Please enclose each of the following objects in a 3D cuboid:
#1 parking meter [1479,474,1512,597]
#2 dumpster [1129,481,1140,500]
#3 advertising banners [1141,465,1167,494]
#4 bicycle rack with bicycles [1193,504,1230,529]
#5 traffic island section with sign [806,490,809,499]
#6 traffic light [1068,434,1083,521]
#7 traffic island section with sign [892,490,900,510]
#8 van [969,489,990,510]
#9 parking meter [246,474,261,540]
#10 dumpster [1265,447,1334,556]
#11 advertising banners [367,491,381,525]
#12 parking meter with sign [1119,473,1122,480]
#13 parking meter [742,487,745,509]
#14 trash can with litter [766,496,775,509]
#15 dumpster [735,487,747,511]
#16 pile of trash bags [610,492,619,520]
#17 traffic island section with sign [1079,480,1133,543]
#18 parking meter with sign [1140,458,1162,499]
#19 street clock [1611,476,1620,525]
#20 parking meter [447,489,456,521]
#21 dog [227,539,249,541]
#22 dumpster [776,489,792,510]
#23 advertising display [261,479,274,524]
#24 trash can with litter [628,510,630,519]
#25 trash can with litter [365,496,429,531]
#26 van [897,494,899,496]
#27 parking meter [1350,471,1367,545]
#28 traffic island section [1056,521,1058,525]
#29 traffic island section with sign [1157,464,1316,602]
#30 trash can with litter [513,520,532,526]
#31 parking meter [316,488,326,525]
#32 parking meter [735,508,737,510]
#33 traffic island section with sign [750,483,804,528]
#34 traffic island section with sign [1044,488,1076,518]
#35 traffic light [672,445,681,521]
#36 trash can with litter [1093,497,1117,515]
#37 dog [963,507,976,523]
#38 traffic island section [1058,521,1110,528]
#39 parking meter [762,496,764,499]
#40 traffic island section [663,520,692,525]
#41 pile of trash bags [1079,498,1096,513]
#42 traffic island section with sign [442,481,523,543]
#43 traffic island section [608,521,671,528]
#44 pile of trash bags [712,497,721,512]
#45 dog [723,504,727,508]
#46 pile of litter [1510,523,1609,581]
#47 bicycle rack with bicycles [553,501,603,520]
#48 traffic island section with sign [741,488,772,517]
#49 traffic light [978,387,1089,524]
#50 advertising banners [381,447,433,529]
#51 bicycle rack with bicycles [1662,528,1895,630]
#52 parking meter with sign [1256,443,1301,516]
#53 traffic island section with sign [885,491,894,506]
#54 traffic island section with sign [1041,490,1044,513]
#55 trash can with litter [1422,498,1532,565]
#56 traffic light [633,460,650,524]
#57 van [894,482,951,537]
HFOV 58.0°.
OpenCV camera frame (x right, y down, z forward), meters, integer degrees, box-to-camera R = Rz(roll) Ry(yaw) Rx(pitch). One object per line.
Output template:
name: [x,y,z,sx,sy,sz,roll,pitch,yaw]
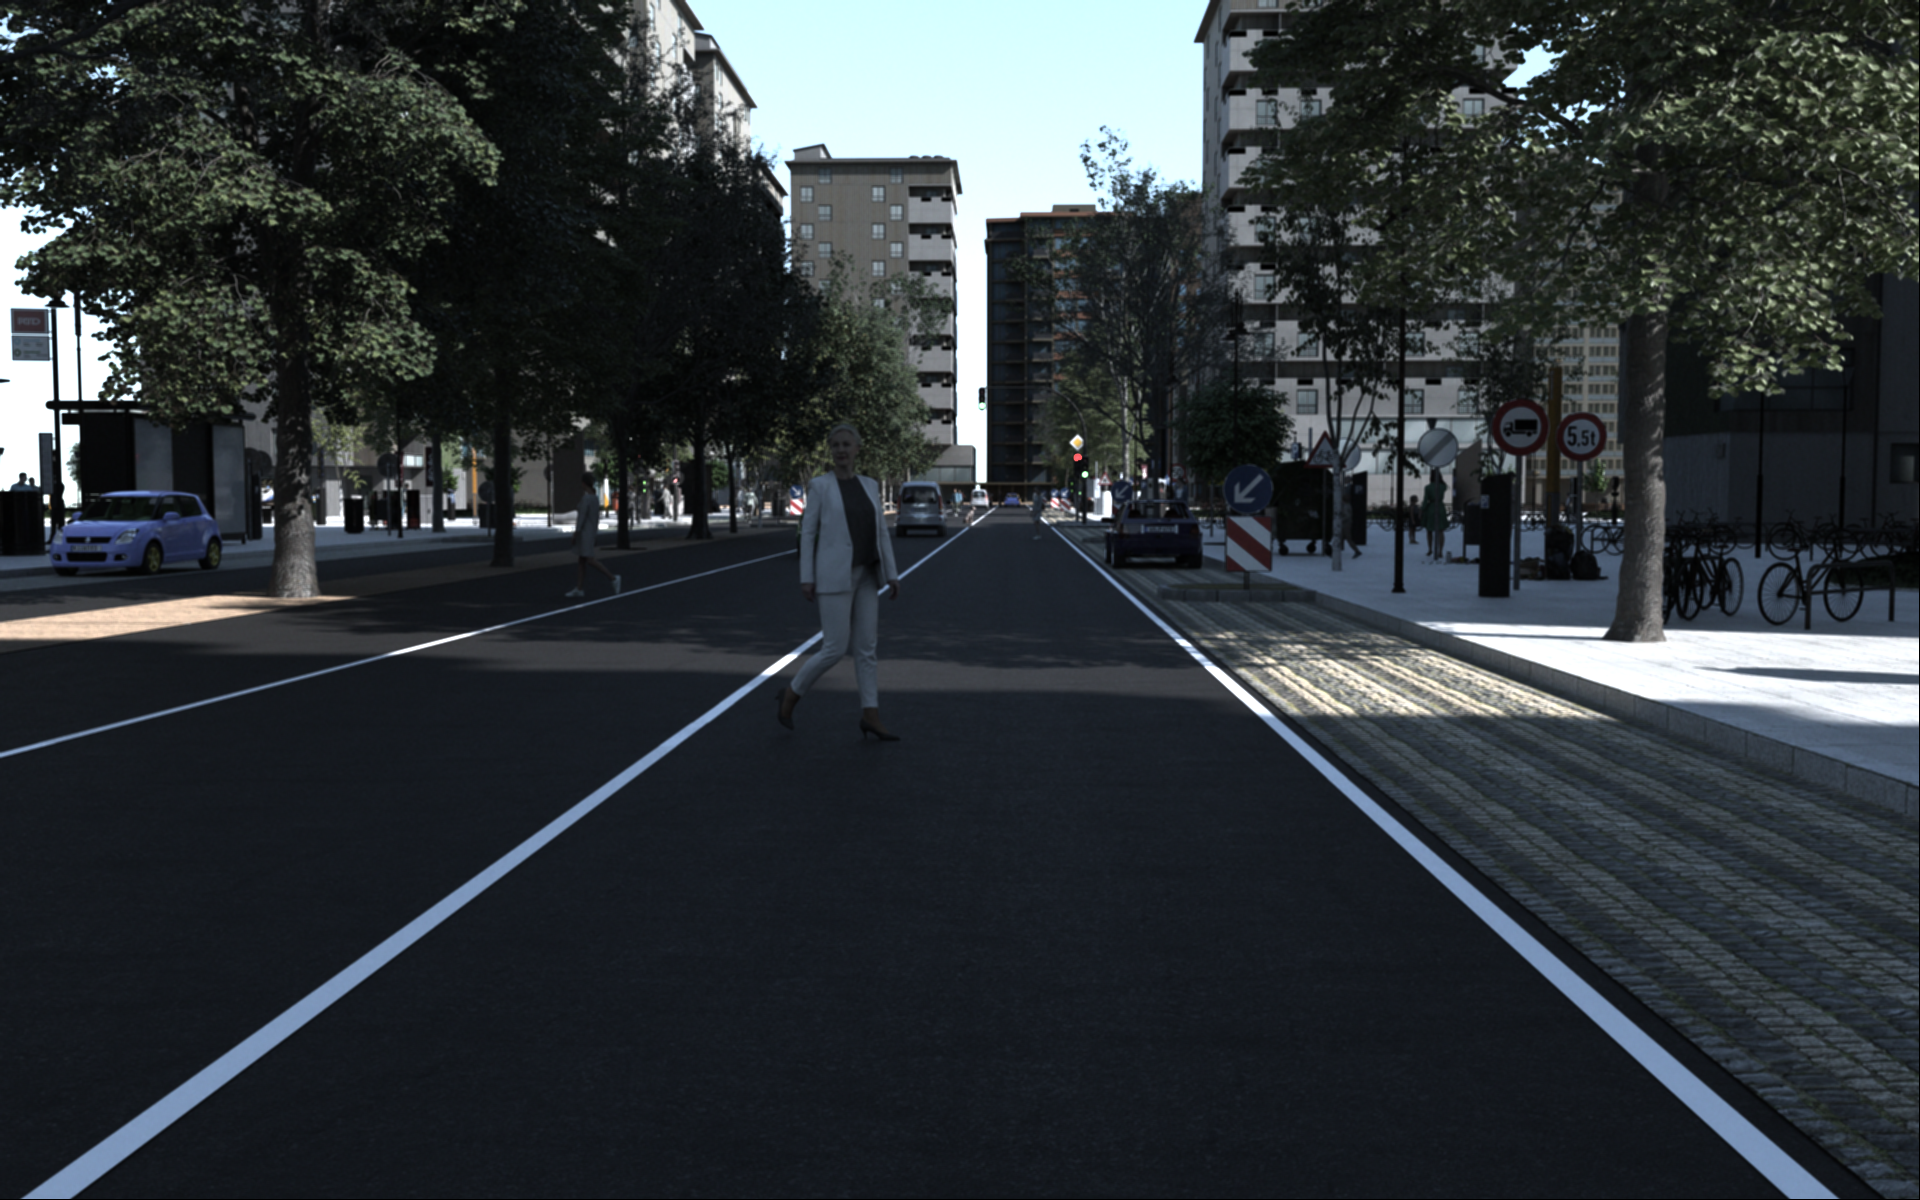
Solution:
parking meter: [6.685,-0.809,21.632,0.372,1.533,0.369,0,3,0]
dumpster: [13.214,-7.877,131.281,1.502,2.255,1.985,0,4,2]
advertising banners: [11.598,-6.570,103.613,2.074,3.025,0.090,-2,4,-35]
bicycle rack with bicycles: [9.876,-3.111,64.239,2.852,0.926,2.925,-3,5,-39]
traffic island section with sign: [-11.552,-7.654,133.777,1.989,1.847,2.006,0,4,2]
traffic light: [5.498,-5.652,81.323,0.839,4.253,0.868,0,4,2]
traffic island section with sign: [-5.264,-9.081,156.608,2.006,1.907,1.989,0,4,2]
van: [1.804,-9.381,160.384,2.013,2.044,4.112,0,4,2]
parking meter: [-19.851,-2.626,48.644,0.255,1.863,0.399,0,4,5]
dumpster: [7.157,-2.091,36.688,1.502,2.255,1.985,0,4,2]
advertising banners: [-23.391,-4.549,70.565,2.074,3.025,0.090,2,4,28]
parking meter with sign: [13.445,-8.588,136.668,1.738,3.016,0.543,3,5,41]
parking meter: [-17.270,-8.118,138.447,0.255,1.863,0.399,1,4,11]
trash can with litter: [-15.980,-8.316,147.024,1.678,1.210,2.233,-3,5,-42]
dumpster: [-17.351,-7.943,135.621,1.264,1.857,1.865,0,4,2]
pile of trash bags: [-17.988,-4.522,83.694,3.447,1.369,1.912,0,4,-6]
traffic island section with sign: [4.597,-2.583,50.868,1.989,1.847,2.006,0,4,2]
parking meter with sign: [8.893,-5.268,82.391,0.543,3.016,1.738,3,4,38]
street clock: [26.901,-4.072,71.141,0.358,2.002,0.471,1,4,13]
parking meter: [-24.628,-4.614,83.852,0.372,1.533,0.369,0,3,0]
dog: [-20.044,-1.842,47.850,0.748,0.427,0.550,0,4,-4]
dumpster: [-14.475,-8.368,142.576,1.264,1.857,1.865,0,4,2]
advertising display: [-29.741,-4.225,74.295,0.974,1.923,0.123,0,4,-3]
trash can with litter: [-16.738,-4.610,86.767,0.624,1.170,1.055,0,4,-4]
trash can with litter: [-19.982,-3.076,61.349,2.233,1.210,1.678,-1,4,-18]
van: [-6.526,-12.719,212.339,2.240,2.365,5.245,0,4,3]
parking meter: [10.023,-2.315,43.561,0.399,1.863,0.255,1,4,19]
traffic island section: [5.538,-3.618,81.436,2.009,0.180,2.903,0,4,2]
traffic island section with sign: [3.746,-0.927,23.791,1.989,1.847,2.006,0,4,2]
trash can with litter: [-18.650,-3.649,70.716,2.233,1.210,1.678,3,4,38]
parking meter: [-26.345,-3.852,71.384,0.372,1.533,0.369,0,3,0]
parking meter: [-18.468,-8.325,141.819,0.255,1.863,0.399,0,4,8]
traffic island section with sign: [-7.847,-4.035,74.103,2.006,1.907,1.989,0,4,2]
traffic island section with sign: [6.317,-5.957,106.022,1.989,1.847,2.006,0,4,2]
traffic light: [-11.361,-6.557,81.868,4.771,5.953,1.251,0,4,2]
trash can with litter: [9.098,-5.906,107.613,2.233,1.210,1.678,-2,4,-26]
dog: [0.342,-4.211,85.679,0.800,0.831,0.513,2,4,28]
traffic island section: [5.288,-3.130,73.454,2.009,0.180,2.903,0,4,2]
parking meter: [-17.399,-8.808,152.415,0.372,1.533,0.369,0,3,0]
traffic island section: [-13.494,-3.655,82.034,2.009,0.180,2.903,0,4,2]
pile of trash bags: [9.133,-6.744,120.015,1.912,1.369,3.447,-1,4,-8]
traffic island section with sign: [-14.122,-2.623,51.506,1.989,1.847,2.006,0,4,2]
traffic island section: [-13.744,-3.166,74.053,2.009,0.180,2.903,0,4,2]
pile of trash bags: [-18.154,-6.737,119.909,1.912,1.369,3.447,2,4,28]
dog: [-21.194,-8.500,156.708,0.550,0.427,0.748,0,4,-2]
pile of litter: [8.924,-0.746,26.159,1.719,0.858,1.176,1,4,14]
bicycle rack with bicycles: [-19.166,-4.462,86.340,2.852,0.926,2.925,-1,4,-21]
traffic island section with sign: [-12.383,-6.007,106.835,1.989,1.847,2.006,0,4,2]
traffic light: [3.155,-6.030,73.266,4.771,5.953,1.251,0,4,2]
advertising banners: [-20.194,-4.138,63.836,2.074,3.025,0.090,-2,4,-35]
bicycle rack with bicycles: [7.969,-0.260,17.628,2.925,0.926,2.852,-3,4,-37]
parking meter with sign: [10.639,-3.817,58.676,1.738,3.016,0.543,-1,4,-17]
traffic island section with sign: [-9.125,-12.384,211.099,1.989,1.847,2.006,0,4,2]
traffic island section with sign: [7.156,-7.605,132.964,1.989,1.847,2.006,0,4,2]
trash can with litter: [9.735,-1.256,31.599,1.678,1.210,2.233,-3,5,-44]
traffic light: [-13.704,-5.199,73.917,0.839,4.253,0.868,0,4,2]
van: [-1.314,-3.216,59.595,2.013,2.044,4.112,0,4,1]
